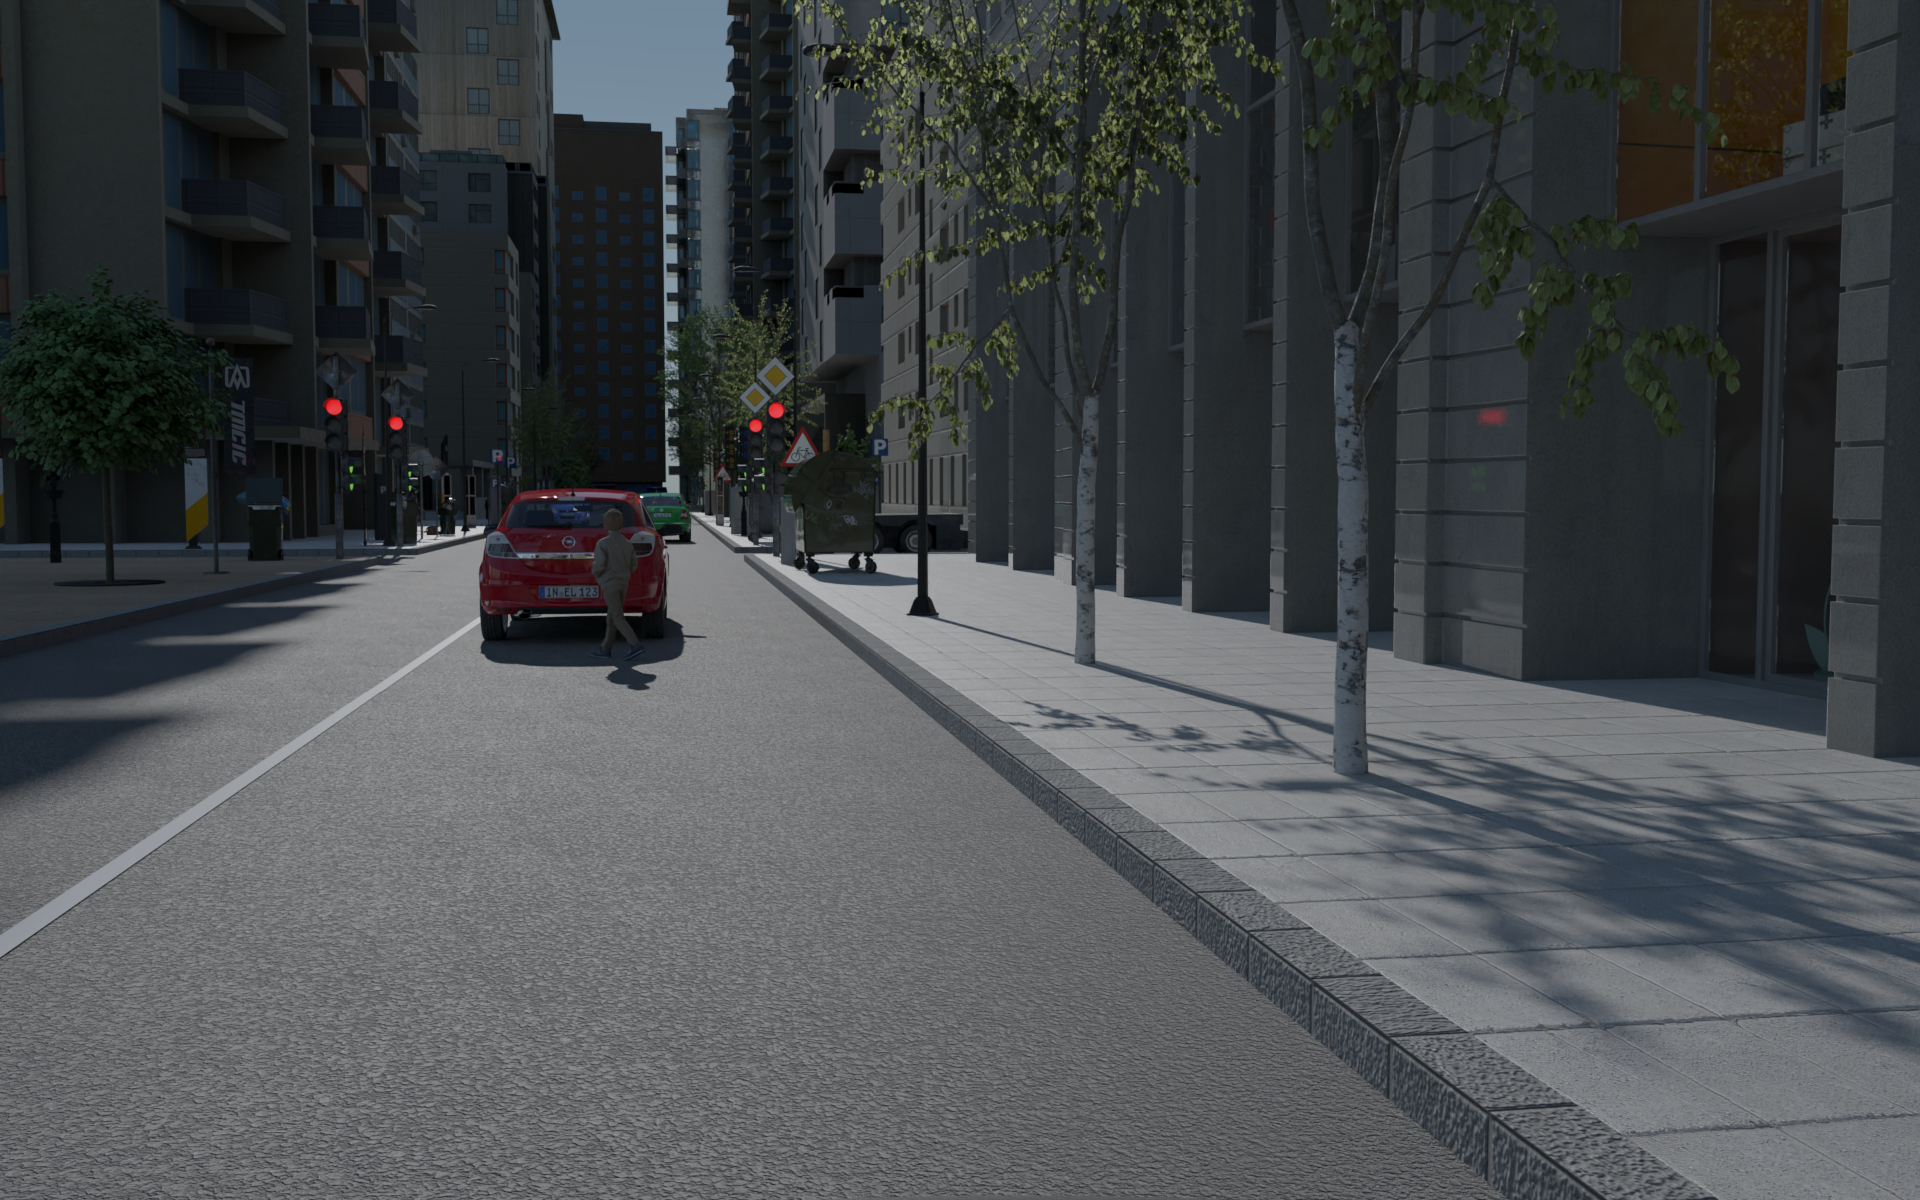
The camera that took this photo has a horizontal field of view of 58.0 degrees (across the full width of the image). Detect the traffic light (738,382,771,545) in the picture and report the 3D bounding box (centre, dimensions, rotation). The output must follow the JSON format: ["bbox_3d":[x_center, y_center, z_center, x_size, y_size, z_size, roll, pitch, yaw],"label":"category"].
[{"bbox_3d":[-5.148,-3.334,43.437,0.839,4.253,0.868,-1,4,-10],"label":"traffic light"}]

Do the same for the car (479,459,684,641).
[{"bbox_3d":[-4.043,-0.580,18.528,2.155,1.783,4.494,-1,4,-9],"label":"car"}]

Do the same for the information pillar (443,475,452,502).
[{"bbox_3d":[-19.374,-3.730,65.480,0.304,2.012,0.304,-1,4,-14],"label":"information pillar"}]

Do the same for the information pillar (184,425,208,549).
[{"bbox_3d":[-17.819,-2.997,40.354,0.504,3.616,0.183,-1,4,-16],"label":"information pillar"}]

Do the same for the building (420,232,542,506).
[{"bbox_3d":[-46.110,-17.276,127.499,27.650,21.520,28.899,-1,4,-10],"label":"building"}]

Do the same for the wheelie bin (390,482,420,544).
[{"bbox_3d":[-14.396,-2.260,44.852,0.693,1.594,0.980,-3,4,-37],"label":"wheelie bin"}]

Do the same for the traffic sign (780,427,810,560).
[{"bbox_3d":[-3.035,-2.048,33.495,0.884,2.594,0.081,0,4,-7],"label":"traffic sign"}]

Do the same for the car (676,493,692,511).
[{"bbox_3d":[-14.558,-4.762,86.893,2.155,1.783,4.494,0,4,-8],"label":"car"}]

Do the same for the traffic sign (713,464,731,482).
[{"bbox_3d":[-10.141,-4.535,74.151,0.884,2.594,0.081,0,4,-8],"label":"traffic sign"}]

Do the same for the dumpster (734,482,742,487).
[{"bbox_3d":[-6.738,-3.102,56.472,1.264,1.857,1.865,-1,4,-10],"label":"dumpster"}]

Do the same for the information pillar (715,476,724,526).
[{"bbox_3d":[-9.742,-4.019,70.207,0.304,2.012,0.304,-1,4,-17],"label":"information pillar"}]

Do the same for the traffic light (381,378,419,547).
[{"bbox_3d":[-13.584,-3.245,41.983,0.839,4.253,0.868,-1,4,-10],"label":"traffic light"}]

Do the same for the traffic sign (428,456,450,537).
[{"bbox_3d":[-15.794,-3.124,52.266,0.795,2.450,0.064,0,4,-7],"label":"traffic sign"}]

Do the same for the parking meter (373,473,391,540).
[{"bbox_3d":[-16.034,-2.591,48.067,0.399,1.863,0.255,-3,5,-43],"label":"parking meter"}]

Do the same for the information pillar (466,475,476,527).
[{"bbox_3d":[-19.186,-3.878,67.895,0.304,2.012,0.304,-3,5,-43],"label":"information pillar"}]

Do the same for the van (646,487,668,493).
[{"bbox_3d":[-25.722,-8.718,146.931,2.240,2.365,5.245,-1,4,-11],"label":"van"}]

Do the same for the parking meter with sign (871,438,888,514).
[{"bbox_3d":[-2.827,-3.599,55.111,0.543,3.016,1.738,-1,4,-22],"label":"parking meter with sign"}]

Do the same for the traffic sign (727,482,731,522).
[{"bbox_3d":[-10.700,-4.923,80.604,0.768,2.556,0.104,0,4,-8],"label":"traffic sign"}]

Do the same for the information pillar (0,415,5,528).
[{"bbox_3d":[-22.572,-2.995,40.319,0.504,3.616,0.183,-1,4,-20],"label":"information pillar"}]

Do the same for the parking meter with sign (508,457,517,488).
[{"bbox_3d":[-20.848,-5.108,79.769,0.543,3.016,1.738,0,4,-3],"label":"parking meter with sign"}]

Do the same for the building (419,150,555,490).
[{"bbox_3d":[-42.825,-23.111,149.559,14.160,30.474,14.107,-1,4,-10],"label":"building"}]

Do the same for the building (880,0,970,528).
[{"bbox_3d":[13.256,-13.228,61.319,28.899,21.520,27.650,-1,4,-10],"label":"building"}]

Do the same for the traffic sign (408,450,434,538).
[{"bbox_3d":[-15.565,-3.053,50.030,0.768,2.556,0.104,0,4,-1],"label":"traffic sign"}]

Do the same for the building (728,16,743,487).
[{"bbox_3d":[-15.009,-45.394,180.439,20.563,71.187,20.611,-1,4,-10],"label":"building"}]

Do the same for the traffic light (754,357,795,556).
[{"bbox_3d":[-3.802,-2.853,35.566,0.839,4.253,0.868,-1,4,-10],"label":"traffic light"}]

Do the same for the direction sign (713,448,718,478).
[{"bbox_3d":[-11.953,-5.756,86.111,0.379,3.537,0.876,2,4,34],"label":"direction sign"}]

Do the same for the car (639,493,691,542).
[{"bbox_3d":[-9.174,-2.696,52.879,1.959,1.807,4.718,-1,4,-11],"label":"car"}]

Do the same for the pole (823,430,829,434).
[{"bbox_3d":[-4.240,-3.738,54.956,0.158,3.312,0.155,0,3,0],"label":"pole"}]

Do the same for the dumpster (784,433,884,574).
[{"bbox_3d":[-2.092,-1.594,28.556,1.502,2.255,1.985,-1,4,-10],"label":"dumpster"}]

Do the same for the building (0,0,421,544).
[{"bbox_3d":[-29.785,-24.508,55.333,22.147,44.769,28.867,-1,4,-10],"label":"building"}]

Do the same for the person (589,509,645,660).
[{"bbox_3d":[-2.993,-0.135,14.972,0.640,1.303,0.475,2,4,25],"label":"person"}]

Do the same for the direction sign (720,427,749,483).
[{"bbox_3d":[-7.530,-4.072,58.571,0.876,3.537,0.379,-2,4,-31],"label":"direction sign"}]

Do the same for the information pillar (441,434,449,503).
[{"bbox_3d":[-20.141,-4.673,67.758,0.183,3.616,0.504,0,4,8],"label":"information pillar"}]

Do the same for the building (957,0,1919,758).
[{"bbox_3d":[7.937,-14.768,18.947,11.434,29.767,29.804,-1,4,-10],"label":"building"}]

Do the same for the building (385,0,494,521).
[{"bbox_3d":[-41.196,-24.251,88.390,32.217,40.220,23.993,-1,4,-10],"label":"building"}]

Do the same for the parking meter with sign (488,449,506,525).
[{"bbox_3d":[-18.157,-4.368,67.672,0.543,3.016,1.738,-1,4,-21],"label":"parking meter with sign"}]

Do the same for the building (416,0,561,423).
[{"bbox_3d":[-53.796,-35.524,170.058,27.495,52.752,28.713,-1,4,-10],"label":"building"}]

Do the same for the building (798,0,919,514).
[{"bbox_3d":[4.844,-31.401,102.648,28.713,52.752,27.495,-1,4,-10],"label":"building"}]

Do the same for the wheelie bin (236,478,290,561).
[{"bbox_3d":[-13.432,-1.561,33.427,0.980,1.594,0.693,-1,4,-17],"label":"wheelie bin"}]

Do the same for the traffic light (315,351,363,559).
[{"bbox_3d":[-12.238,-2.764,34.112,0.839,4.253,0.868,-1,4,-10],"label":"traffic light"}]

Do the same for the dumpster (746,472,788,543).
[{"bbox_3d":[-5.012,-2.465,46.063,1.264,1.857,1.865,-1,4,-10],"label":"dumpster"}]
